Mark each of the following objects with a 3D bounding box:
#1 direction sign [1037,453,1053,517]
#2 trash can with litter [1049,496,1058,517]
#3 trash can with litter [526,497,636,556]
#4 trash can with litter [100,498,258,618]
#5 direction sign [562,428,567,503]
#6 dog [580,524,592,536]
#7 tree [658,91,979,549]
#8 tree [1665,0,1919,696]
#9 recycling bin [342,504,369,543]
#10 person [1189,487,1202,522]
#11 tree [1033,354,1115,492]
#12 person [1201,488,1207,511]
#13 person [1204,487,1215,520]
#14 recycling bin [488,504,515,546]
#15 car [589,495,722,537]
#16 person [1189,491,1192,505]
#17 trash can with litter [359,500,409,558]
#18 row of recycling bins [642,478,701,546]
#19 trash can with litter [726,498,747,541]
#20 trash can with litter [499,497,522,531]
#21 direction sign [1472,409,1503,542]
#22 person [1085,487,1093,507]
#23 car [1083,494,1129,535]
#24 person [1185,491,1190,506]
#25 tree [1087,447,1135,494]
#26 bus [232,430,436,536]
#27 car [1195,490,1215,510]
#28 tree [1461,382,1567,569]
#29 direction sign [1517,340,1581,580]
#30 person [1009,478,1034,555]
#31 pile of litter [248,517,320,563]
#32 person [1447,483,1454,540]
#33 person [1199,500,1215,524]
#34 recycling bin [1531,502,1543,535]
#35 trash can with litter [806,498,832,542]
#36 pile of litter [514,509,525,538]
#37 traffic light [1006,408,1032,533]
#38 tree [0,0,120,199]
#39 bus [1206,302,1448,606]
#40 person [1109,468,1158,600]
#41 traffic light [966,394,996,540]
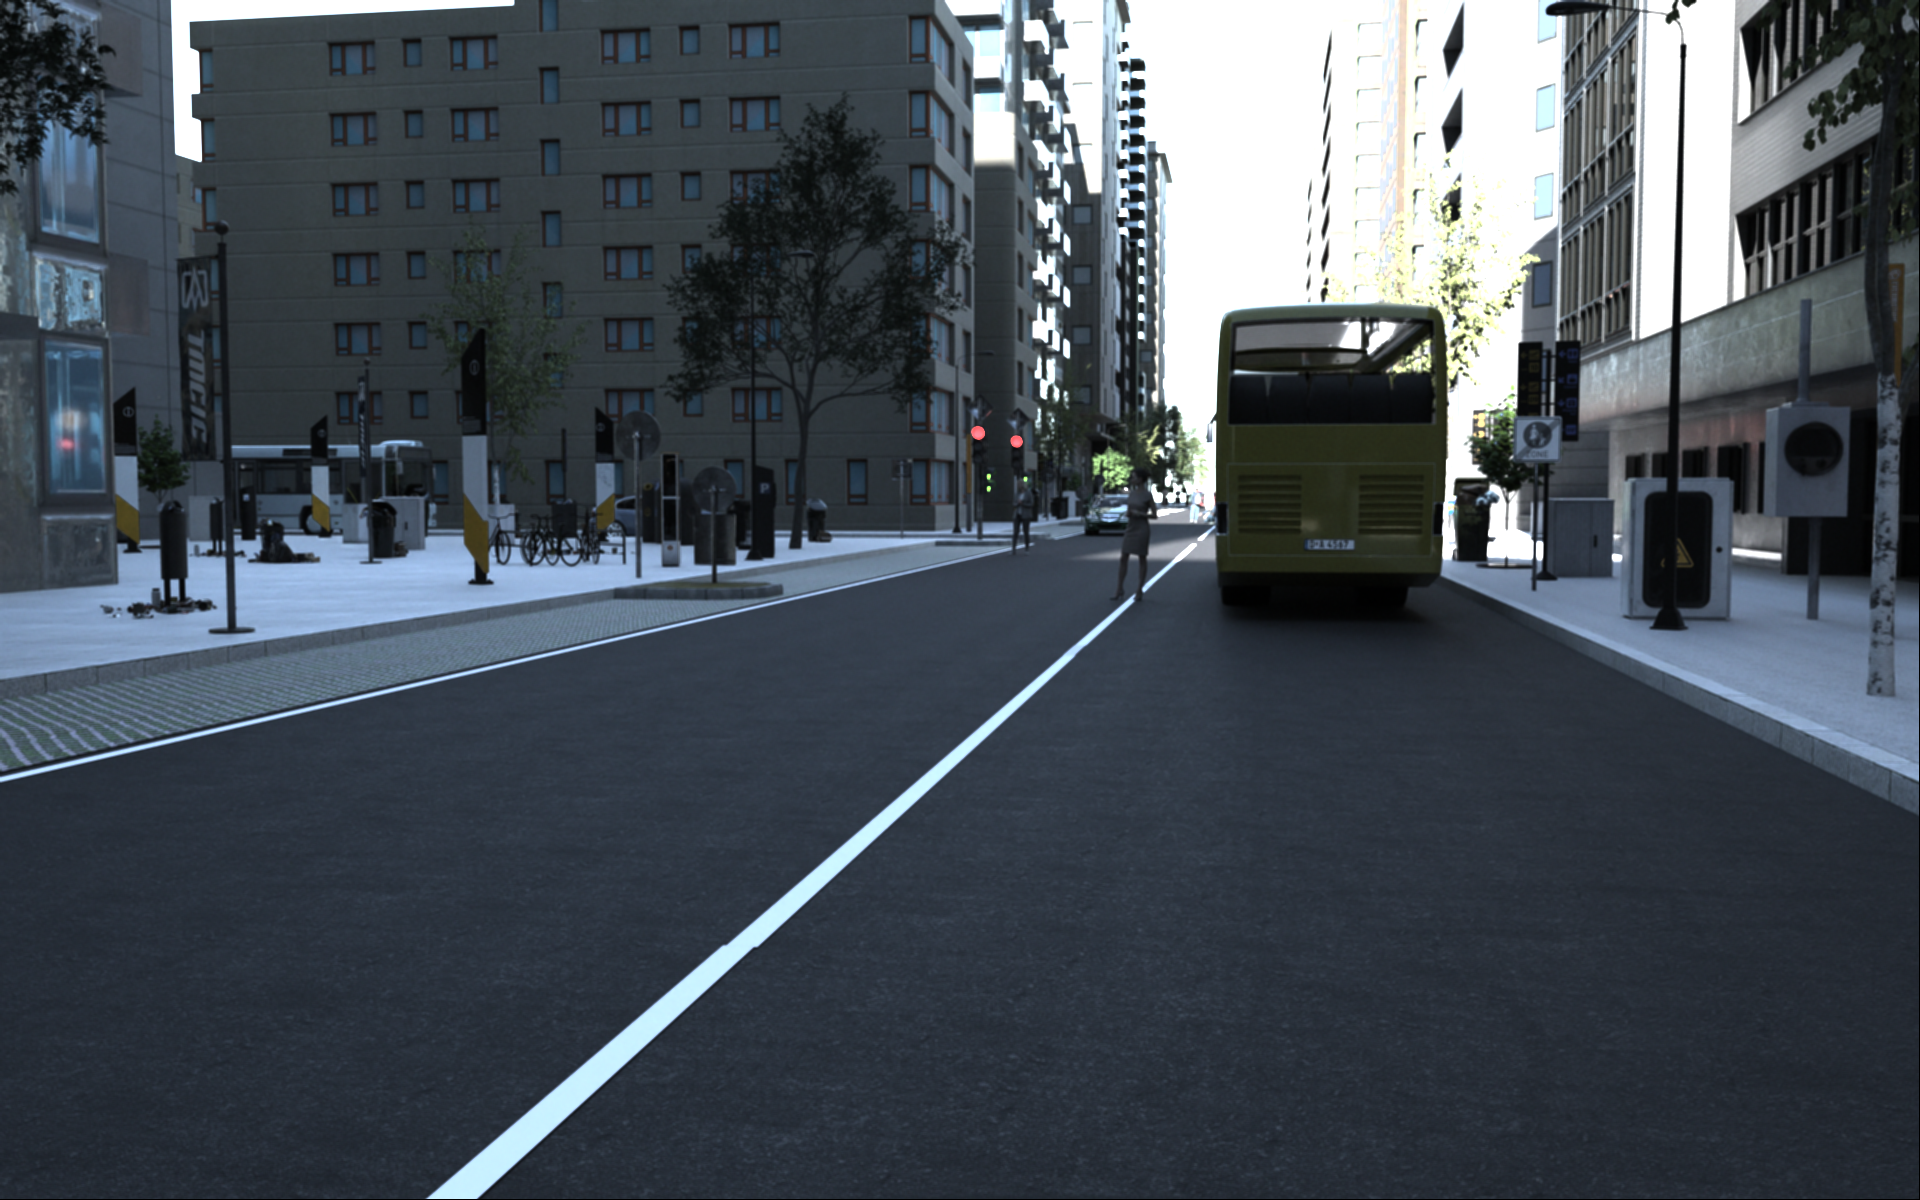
[{"bbox_3d":[4.685,-6.303,95.053,0.876,3.537,0.379,0,4,-5],"label":"direction sign"},{"bbox_3d":[5.382,-5.305,98.129,0.624,1.170,1.055,1,4,9],"label":"trash can with litter"},{"bbox_3d":[-8.020,-1.576,36.828,2.233,1.210,1.678,0,4,-7],"label":"trash can with litter"},{"bbox_3d":[-8.798,-0.477,18.856,1.678,1.210,2.233,0,4,-7],"label":"trash can with litter"},{"bbox_3d":[-13.710,-4.162,60.048,0.379,3.537,0.876,0,4,-5],"label":"direction sign"},{"bbox_3d":[-11.695,-2.163,54.649,0.406,0.507,0.540,1,4,9],"label":"dog"},{"bbox_3d":[-3.557,-6.468,40.159,7.601,10.594,8.767,2,4,23],"label":"tree"},{"bbox_3d":[6.066,-3.687,10.648,4.737,8.622,4.395,0,3,0],"label":"tree"},{"bbox_3d":[-15.679,-2.009,45.407,0.722,1.027,0.722,2,4,34],"label":"recycling bin"},{"bbox_3d":[11.903,-4.811,87.506,0.623,1.781,0.721,0,4,3],"label":"person"},{"bbox_3d":[5.266,-8.625,91.377,4.737,8.622,4.395,0,3,0],"label":"tree"},{"bbox_3d":[17.792,-7.165,125.416,0.659,1.850,0.755,3,4,37],"label":"person"},{"bbox_3d":[13.412,-5.187,93.537,0.641,1.798,0.478,-1,4,-22],"label":"person"},{"bbox_3d":[-11.573,-1.867,43.079,0.722,1.027,0.722,2,4,24],"label":"recycling bin"},{"bbox_3d":[-9.131,-2.529,53.344,4.499,1.417,2.014,1,4,11],"label":"car"},{"bbox_3d":[28.966,-12.808,218.000,1.348,1.812,0.705,-3,5,-41],"label":"person"},{"bbox_3d":[-11.623,-1.445,35.020,0.624,1.170,1.055,0,4,8],"label":"trash can with litter"},{"bbox_3d":[-7.436,-2.302,44.757,1.069,1.692,3.534,-1,4,-23],"label":"row of recycling bins"},{"bbox_3d":[-6.251,-2.171,46.888,1.055,1.170,0.624,2,4,27],"label":"trash can with litter"},{"bbox_3d":[-15.621,-2.977,60.057,1.055,1.170,0.624,2,4,31],"label":"trash can with litter"},{"bbox_3d":[14.143,-3.324,46.339,0.876,3.537,0.379,2,4,25],"label":"direction sign"},{"bbox_3d":[6.102,-4.552,83.175,0.600,1.795,0.529,0,4,7],"label":"person"},{"bbox_3d":[5.479,-3.037,61.451,2.131,1.459,4.920,1,4,9],"label":"car"},{"bbox_3d":[24.575,-10.864,186.852,0.721,1.736,1.217,2,4,28],"label":"person"},{"bbox_3d":[10.432,-8.314,119.644,4.285,4.588,4.351,0,3,0],"label":"tree"},{"bbox_3d":[-22.969,-3.772,56.538,13.247,3.499,2.948,1,4,11],"label":"bus"},{"bbox_3d":[22.261,-9.055,156.715,2.281,1.827,5.304,0,4,8],"label":"car"},{"bbox_3d":[9.674,-2.173,30.125,1.663,3.219,1.824,0,3,0],"label":"tree"},{"bbox_3d":[8.733,-2.066,25.780,0.876,3.537,0.379,1,4,22],"label":"direction sign"},{"bbox_3d":[1.475,-1.974,40.959,0.537,1.800,0.526,2,4,34],"label":"person"},{"bbox_3d":[-12.780,-1.146,32.695,1.176,0.858,1.719,-3,4,-37],"label":"pile of litter"},{"bbox_3d":[14.733,-2.661,52.191,0.537,1.800,0.526,0,4,7],"label":"person"},{"bbox_3d":[11.862,-4.163,82.064,0.738,1.151,1.012,-1,4,-19],"label":"person"},{"bbox_3d":[18.366,-2.563,54.453,0.722,1.027,0.722,2,4,25],"label":"recycling bin"},{"bbox_3d":[-3.712,-2.142,46.406,0.624,1.170,1.055,-2,4,-29],"label":"trash can with litter"},{"bbox_3d":[-13.279,-2.238,50.559,1.176,0.858,1.719,-2,4,-33],"label":"pile of litter"},{"bbox_3d":[1.900,-4.124,56.350,0.839,4.253,0.868,1,4,10],"label":"traffic light"},{"bbox_3d":[-7.798,-4.560,8.963,7.601,10.594,8.767,0,4,5],"label":"tree"},{"bbox_3d":[4.988,-2.054,25.134,2.896,3.916,12.252,1,4,8],"label":"bus"},{"bbox_3d":[2.347,-0.888,23.366,0.599,1.781,0.374,3,5,43],"label":"person"},{"bbox_3d":[0.575,-3.642,48.475,0.839,4.253,0.868,1,4,10],"label":"traffic light"}]
